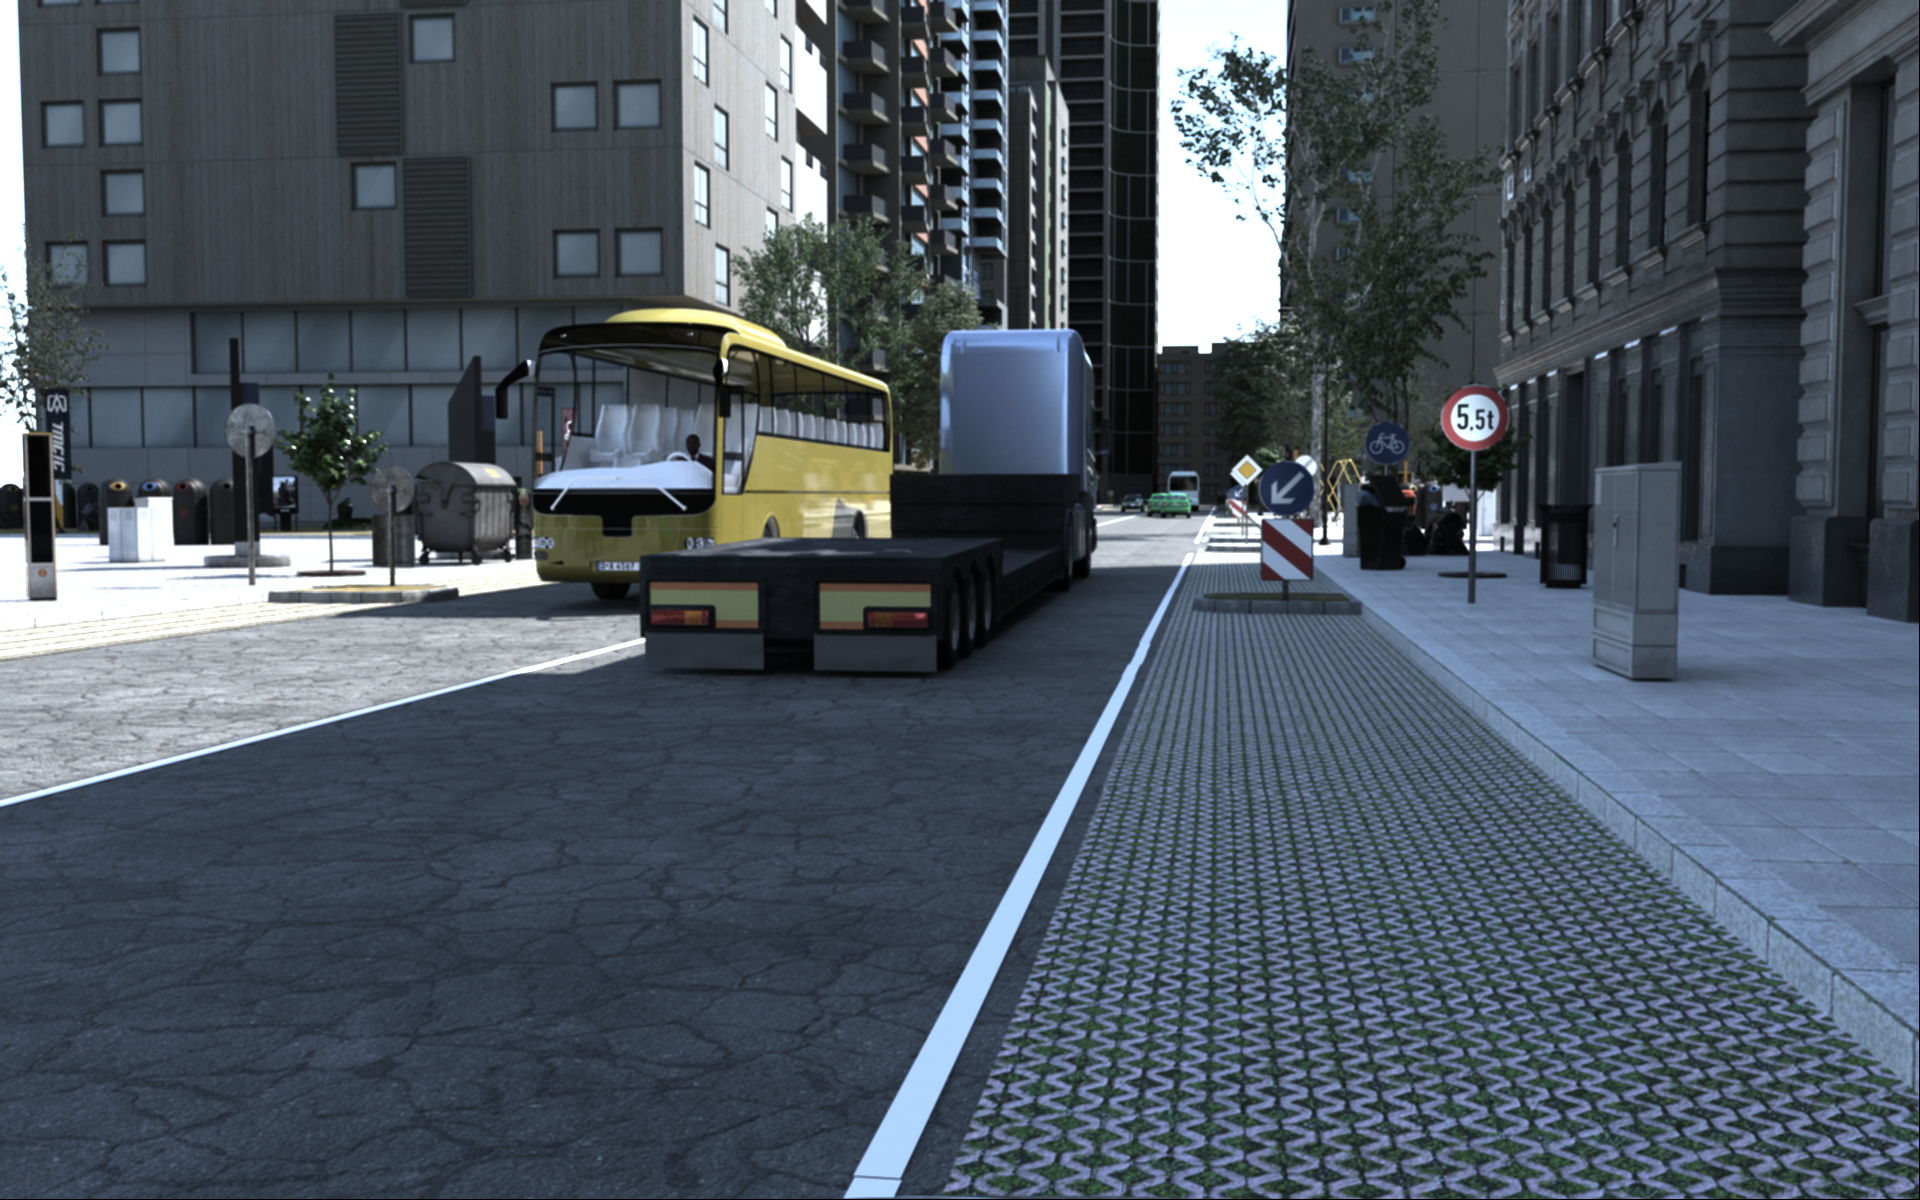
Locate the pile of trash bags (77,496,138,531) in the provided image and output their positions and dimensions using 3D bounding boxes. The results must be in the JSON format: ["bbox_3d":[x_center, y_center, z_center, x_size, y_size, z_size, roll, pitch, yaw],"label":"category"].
[{"bbox_3d":[-29.193,-3.106,60.531,3.447,1.369,1.912,2,4,33],"label":"pile of trash bags"}]

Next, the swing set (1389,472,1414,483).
[{"bbox_3d":[30.832,-7.672,123.050,3.119,2.851,2.862,1,4,10],"label":"swing set"}]

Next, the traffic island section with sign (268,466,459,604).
[{"bbox_3d":[-7.944,-0.908,23.471,1.989,1.847,2.006,1,4,9],"label":"traffic island section with sign"}]

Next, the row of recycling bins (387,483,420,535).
[{"bbox_3d":[-16.494,-2.924,54.912,3.534,1.692,1.069,0,4,8],"label":"row of recycling bins"}]

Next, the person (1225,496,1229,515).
[{"bbox_3d":[17.418,-6.123,112.862,0.306,1.304,0.590,2,4,25],"label":"person"}]

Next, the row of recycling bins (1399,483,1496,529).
[{"bbox_3d":[17.669,-3.438,63.326,3.534,1.692,1.069,0,4,4],"label":"row of recycling bins"}]

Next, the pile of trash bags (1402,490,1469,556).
[{"bbox_3d":[9.854,-1.701,37.572,1.912,1.369,3.447,0,4,6],"label":"pile of trash bags"}]

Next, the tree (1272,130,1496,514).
[{"bbox_3d":[8.458,-5.144,34.466,4.737,8.622,4.395,0,3,0],"label":"tree"}]

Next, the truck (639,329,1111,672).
[{"bbox_3d":[0.006,-2.014,22.692,2.967,4.110,18.799,1,4,8],"label":"truck"}]

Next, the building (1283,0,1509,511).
[{"bbox_3d":[37.701,-31.678,141.645,21.300,48.544,21.600,1,4,9],"label":"building"}]

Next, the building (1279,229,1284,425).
[{"bbox_3d":[41.846,-25.519,188.941,14.160,30.474,14.107,1,4,9],"label":"building"}]

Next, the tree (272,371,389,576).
[{"bbox_3d":[-9.830,-2.004,27.369,1.663,3.219,1.824,0,3,0],"label":"tree"}]

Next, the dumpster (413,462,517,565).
[{"bbox_3d":[-9.101,-1.598,31.881,1.264,1.857,1.865,1,4,8],"label":"dumpster"}]

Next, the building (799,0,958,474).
[{"bbox_3d":[-12.178,-28.044,113.136,22.147,44.769,28.867,1,4,9],"label":"building"}]

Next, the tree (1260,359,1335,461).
[{"bbox_3d":[18.320,-8.877,95.495,4.360,8.622,3.978,0,3,0],"label":"tree"}]

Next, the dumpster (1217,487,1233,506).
[{"bbox_3d":[30.532,-11.897,199.460,1.985,2.255,1.502,0,4,7],"label":"dumpster"}]

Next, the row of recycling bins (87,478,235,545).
[{"bbox_3d":[-20.059,-2.259,44.050,3.534,1.692,1.069,0,4,-5],"label":"row of recycling bins"}]

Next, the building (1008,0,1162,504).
[{"bbox_3d":[15.073,-47.991,222.901,20.611,71.187,20.563,1,4,9],"label":"building"}]

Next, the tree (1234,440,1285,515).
[{"bbox_3d":[19.113,-7.444,105.423,4.285,4.588,4.351,0,3,0],"label":"tree"}]

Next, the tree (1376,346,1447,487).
[{"bbox_3d":[22.385,-8.243,85.133,4.360,8.622,3.978,0,3,0],"label":"tree"}]

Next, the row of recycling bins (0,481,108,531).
[{"bbox_3d":[-34.184,-3.545,65.066,3.534,1.692,1.069,-1,4,-11],"label":"row of recycling bins"}]

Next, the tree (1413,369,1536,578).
[{"bbox_3d":[7.965,-1.978,26.944,1.663,3.219,1.824,0,3,0],"label":"tree"}]

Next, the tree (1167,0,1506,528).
[{"bbox_3d":[14.417,-12.684,63.278,12.611,20.169,13.585,0,3,0],"label":"tree"}]

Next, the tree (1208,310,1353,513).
[{"bbox_3d":[21.910,-13.044,119.917,9.857,13.997,8.962,0,3,0],"label":"tree"}]

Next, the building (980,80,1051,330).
[{"bbox_3d":[1.035,-29.583,167.281,14.154,41.232,14.086,1,4,9],"label":"building"}]

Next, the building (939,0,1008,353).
[{"bbox_3d":[-6.609,-50.864,144.292,22.319,86.520,31.000,1,4,9],"label":"building"}]

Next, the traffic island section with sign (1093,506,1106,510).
[{"bbox_3d":[11.742,-8.895,154.065,1.989,1.847,2.006,1,4,9],"label":"traffic island section with sign"}]

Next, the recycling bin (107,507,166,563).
[{"bbox_3d":[-15.520,-1.229,32.653,0.722,1.027,0.722,1,4,20],"label":"recycling bin"}]

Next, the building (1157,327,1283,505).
[{"bbox_3d":[40.602,-23.193,224.241,28.899,21.520,27.650,1,4,9],"label":"building"}]

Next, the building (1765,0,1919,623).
[{"bbox_3d":[13.334,-11.097,10.318,11.050,23.489,19.941,1,4,9],"label":"building"}]

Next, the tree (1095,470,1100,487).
[{"bbox_3d":[13.466,-12.467,187.553,4.285,4.588,4.351,0,3,0],"label":"tree"}]

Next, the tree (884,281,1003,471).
[{"bbox_3d":[-0.699,-10.678,92.715,7.486,12.596,7.792,0,3,0],"label":"tree"}]

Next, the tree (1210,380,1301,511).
[{"bbox_3d":[22.801,-11.980,130.291,8.767,10.594,7.601,1,4,18],"label":"tree"}]

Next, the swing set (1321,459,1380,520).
[{"bbox_3d":[17.601,-5.014,79.594,2.862,2.851,3.119,0,4,3],"label":"swing set"}]

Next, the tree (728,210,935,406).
[{"bbox_3d":[-4.999,-8.360,62.435,9.928,11.665,9.643,0,3,0],"label":"tree"}]

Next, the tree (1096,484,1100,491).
[{"bbox_3d":[13.705,-11.517,182.905,1.663,3.219,1.824,0,3,0],"label":"tree"}]

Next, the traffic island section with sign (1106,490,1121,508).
[{"bbox_3d":[15.759,-10.526,180.721,1.989,1.847,2.006,1,4,9],"label":"traffic island section with sign"}]

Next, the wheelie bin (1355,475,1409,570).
[{"bbox_3d":[7.130,-1.317,29.436,0.980,1.594,0.693,-2,4,-35],"label":"wheelie bin"}]

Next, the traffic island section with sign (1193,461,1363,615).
[{"bbox_3d":[3.905,-0.784,21.441,1.989,1.847,2.006,1,4,9],"label":"traffic island section with sign"}]

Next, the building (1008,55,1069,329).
[{"bbox_3d":[0.476,-34.667,190.503,21.600,48.544,21.300,1,4,9],"label":"building"}]

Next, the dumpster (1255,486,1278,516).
[{"bbox_3d":[18.191,-6.096,102.170,1.502,2.255,1.985,1,4,9],"label":"dumpster"}]

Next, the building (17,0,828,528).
[{"bbox_3d":[-21.524,-29.880,77.776,28.713,52.752,27.495,1,4,9],"label":"building"}]

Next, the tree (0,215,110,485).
[{"bbox_3d":[-24.201,-5.799,45.170,4.360,8.622,3.978,0,3,0],"label":"tree"}]

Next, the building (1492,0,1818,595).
[{"bbox_3d":[15.500,-11.032,29.518,9.793,20.994,18.267,1,4,9],"label":"building"}]
